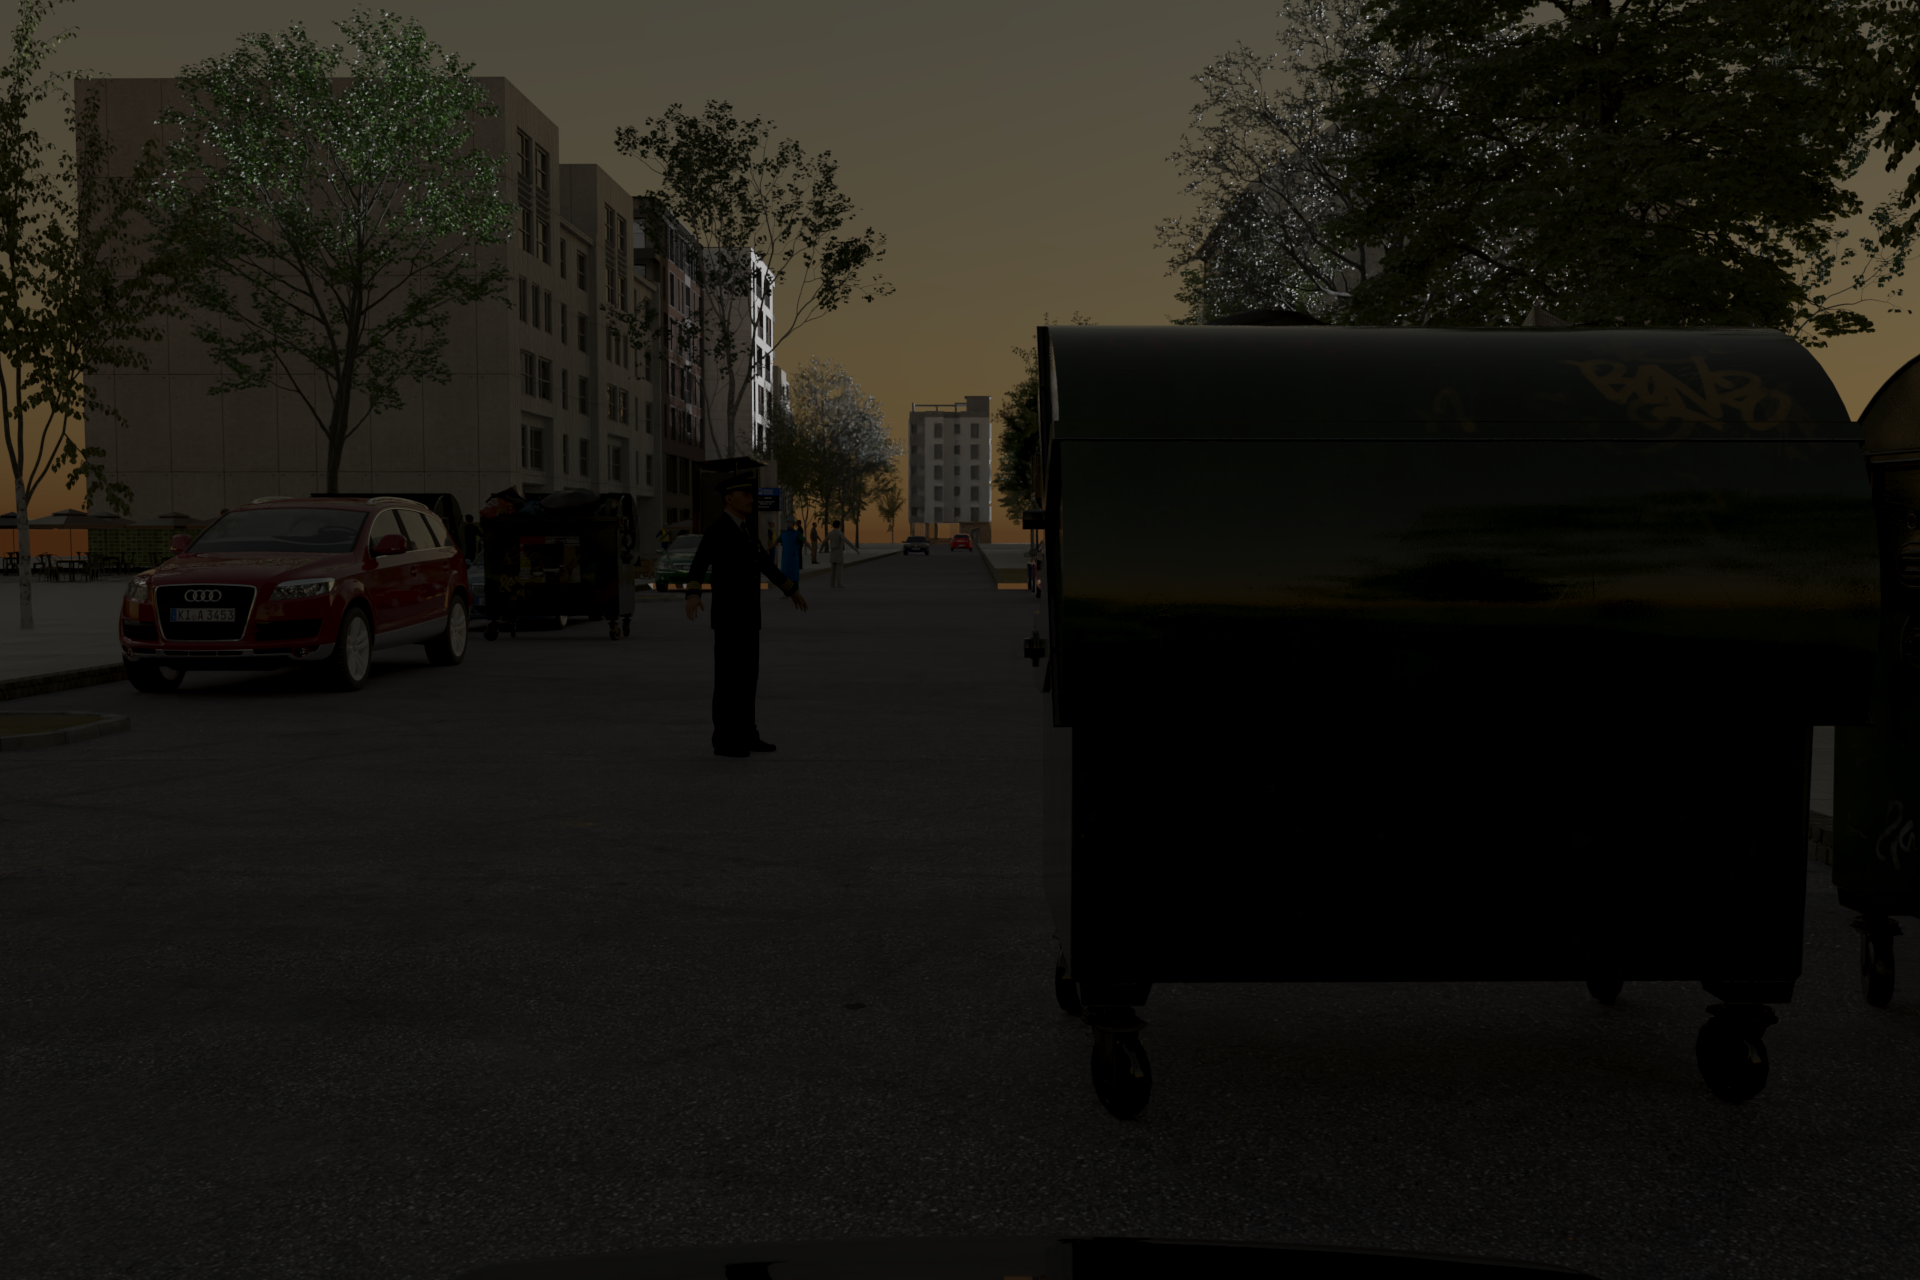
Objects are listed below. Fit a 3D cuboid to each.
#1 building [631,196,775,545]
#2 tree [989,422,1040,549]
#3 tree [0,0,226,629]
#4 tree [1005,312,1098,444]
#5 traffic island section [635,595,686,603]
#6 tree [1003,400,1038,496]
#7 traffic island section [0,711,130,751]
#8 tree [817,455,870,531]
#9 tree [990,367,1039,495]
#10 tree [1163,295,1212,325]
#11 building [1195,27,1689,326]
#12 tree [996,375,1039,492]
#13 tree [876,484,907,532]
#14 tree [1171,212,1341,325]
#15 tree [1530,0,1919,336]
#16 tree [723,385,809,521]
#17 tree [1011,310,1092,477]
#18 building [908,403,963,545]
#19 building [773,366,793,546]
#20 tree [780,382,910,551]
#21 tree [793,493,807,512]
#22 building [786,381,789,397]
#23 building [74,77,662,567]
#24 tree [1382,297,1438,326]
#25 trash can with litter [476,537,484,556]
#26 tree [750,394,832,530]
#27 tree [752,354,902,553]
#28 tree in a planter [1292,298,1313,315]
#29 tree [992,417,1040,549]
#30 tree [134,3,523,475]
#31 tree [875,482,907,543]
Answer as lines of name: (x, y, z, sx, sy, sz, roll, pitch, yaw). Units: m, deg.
building: (-28.735, -16.969, 121.423, 27.936, 21.610, 32.646, 0, 4, 1)
tree: (5.990, -11.975, 130.206, 8.767, 10.594, 7.601, 2, 4, 30)
tree: (-12.450, -4.457, 23.228, 4.737, 8.622, 4.395, 0, 3, 0)
tree: (3.654, -6.599, 58.250, 4.737, 8.622, 4.395, 0, 3, 0)
traffic island section: (-6.908, -0.880, 37.256, 1.991, 0.108, 1.994, 0, 4, 1)
tree: (6.514, -11.801, 118.697, 9.928, 11.665, 9.643, 0, 3, 0)
traffic island section: (-7.071, 0.652, 12.205, 1.991, 0.108, 1.994, 0, 3, 0)
tree: (-15.877, -19.529, 237.419, 7.486, 12.596, 7.792, 0, 3, 0)
tree: (5.586, -9.357, 87.391, 7.601, 10.594, 8.767, 2, 4, 26)
tree: (7.924, -6.287, 53.154, 4.360, 8.622, 3.978, 0, 3, 0)
building: (22.253, -15.477, 83.985, 19.493, 23.208, 18.063, 0, 4, 1)
tree: (5.664, -11.040, 106.258, 9.928, 11.665, 9.643, 0, 3, 0)
tree: (-9.200, -17.919, 243.335, 4.360, 8.622, 3.978, 0, 3, 0)
tree: (10.640, -8.809, 62.156, 7.486, 12.596, 7.792, 0, 3, 0)
tree: (24.469, -12.183, 55.083, 12.611, 20.169, 13.585, 0, 3, 0)
tree: (-9.024, -8.243, 85.135, 4.360, 8.622, 3.978, 0, 3, 0)
tree: (5.646, -8.471, 72.915, 7.601, 10.594, 8.767, 0, 4, 1)
building: (-6.851, -23.415, 241.709, 11.380, 20.090, 16.016, 1, 4, 10)
building: (-27.465, -19.302, 182.049, 16.747, 18.905, 31.486, 0, 3, 0)
tree: (-9.065, -13.759, 135.333, 12.009, 13.543, 11.850, 0, 3, 0)
tree: (-24.773, -19.388, 242.753, 9.928, 11.665, 9.643, 0, 3, 0)
building: (-26.193, -21.168, 202.518, 16.016, 20.090, 11.380, 0, 4, 1)
building: (-25.676, -13.256, 83.190, 16.747, 18.905, 31.486, 0, 4, 1)
tree: (13.601, -6.254, 52.612, 4.737, 8.622, 4.395, 0, 3, 0)
trash can with litter: (-10.179, -1.632, 37.738, 1.678, 1.210, 2.233, 0, 4, 0)
tree: (-9.470, -8.670, 92.121, 4.360, 8.622, 3.978, 0, 3, 0)
tree: (-9.121, -12.679, 117.667, 12.009, 13.543, 11.850, 0, 3, 0)
tree in a planter: (2.644, -0.976, 13.186, 1.991, 3.239, 1.994, 0, 4, 1)
tree: (6.496, -14.065, 148.089, 7.486, 12.596, 7.792, 0, 3, 0)
tree: (-12.378, -6.641, 34.333, 9.928, 11.665, 9.643, 0, 3, 0)
tree: (-9.475, -17.474, 236.066, 4.737, 8.622, 4.395, 0, 3, 0)
